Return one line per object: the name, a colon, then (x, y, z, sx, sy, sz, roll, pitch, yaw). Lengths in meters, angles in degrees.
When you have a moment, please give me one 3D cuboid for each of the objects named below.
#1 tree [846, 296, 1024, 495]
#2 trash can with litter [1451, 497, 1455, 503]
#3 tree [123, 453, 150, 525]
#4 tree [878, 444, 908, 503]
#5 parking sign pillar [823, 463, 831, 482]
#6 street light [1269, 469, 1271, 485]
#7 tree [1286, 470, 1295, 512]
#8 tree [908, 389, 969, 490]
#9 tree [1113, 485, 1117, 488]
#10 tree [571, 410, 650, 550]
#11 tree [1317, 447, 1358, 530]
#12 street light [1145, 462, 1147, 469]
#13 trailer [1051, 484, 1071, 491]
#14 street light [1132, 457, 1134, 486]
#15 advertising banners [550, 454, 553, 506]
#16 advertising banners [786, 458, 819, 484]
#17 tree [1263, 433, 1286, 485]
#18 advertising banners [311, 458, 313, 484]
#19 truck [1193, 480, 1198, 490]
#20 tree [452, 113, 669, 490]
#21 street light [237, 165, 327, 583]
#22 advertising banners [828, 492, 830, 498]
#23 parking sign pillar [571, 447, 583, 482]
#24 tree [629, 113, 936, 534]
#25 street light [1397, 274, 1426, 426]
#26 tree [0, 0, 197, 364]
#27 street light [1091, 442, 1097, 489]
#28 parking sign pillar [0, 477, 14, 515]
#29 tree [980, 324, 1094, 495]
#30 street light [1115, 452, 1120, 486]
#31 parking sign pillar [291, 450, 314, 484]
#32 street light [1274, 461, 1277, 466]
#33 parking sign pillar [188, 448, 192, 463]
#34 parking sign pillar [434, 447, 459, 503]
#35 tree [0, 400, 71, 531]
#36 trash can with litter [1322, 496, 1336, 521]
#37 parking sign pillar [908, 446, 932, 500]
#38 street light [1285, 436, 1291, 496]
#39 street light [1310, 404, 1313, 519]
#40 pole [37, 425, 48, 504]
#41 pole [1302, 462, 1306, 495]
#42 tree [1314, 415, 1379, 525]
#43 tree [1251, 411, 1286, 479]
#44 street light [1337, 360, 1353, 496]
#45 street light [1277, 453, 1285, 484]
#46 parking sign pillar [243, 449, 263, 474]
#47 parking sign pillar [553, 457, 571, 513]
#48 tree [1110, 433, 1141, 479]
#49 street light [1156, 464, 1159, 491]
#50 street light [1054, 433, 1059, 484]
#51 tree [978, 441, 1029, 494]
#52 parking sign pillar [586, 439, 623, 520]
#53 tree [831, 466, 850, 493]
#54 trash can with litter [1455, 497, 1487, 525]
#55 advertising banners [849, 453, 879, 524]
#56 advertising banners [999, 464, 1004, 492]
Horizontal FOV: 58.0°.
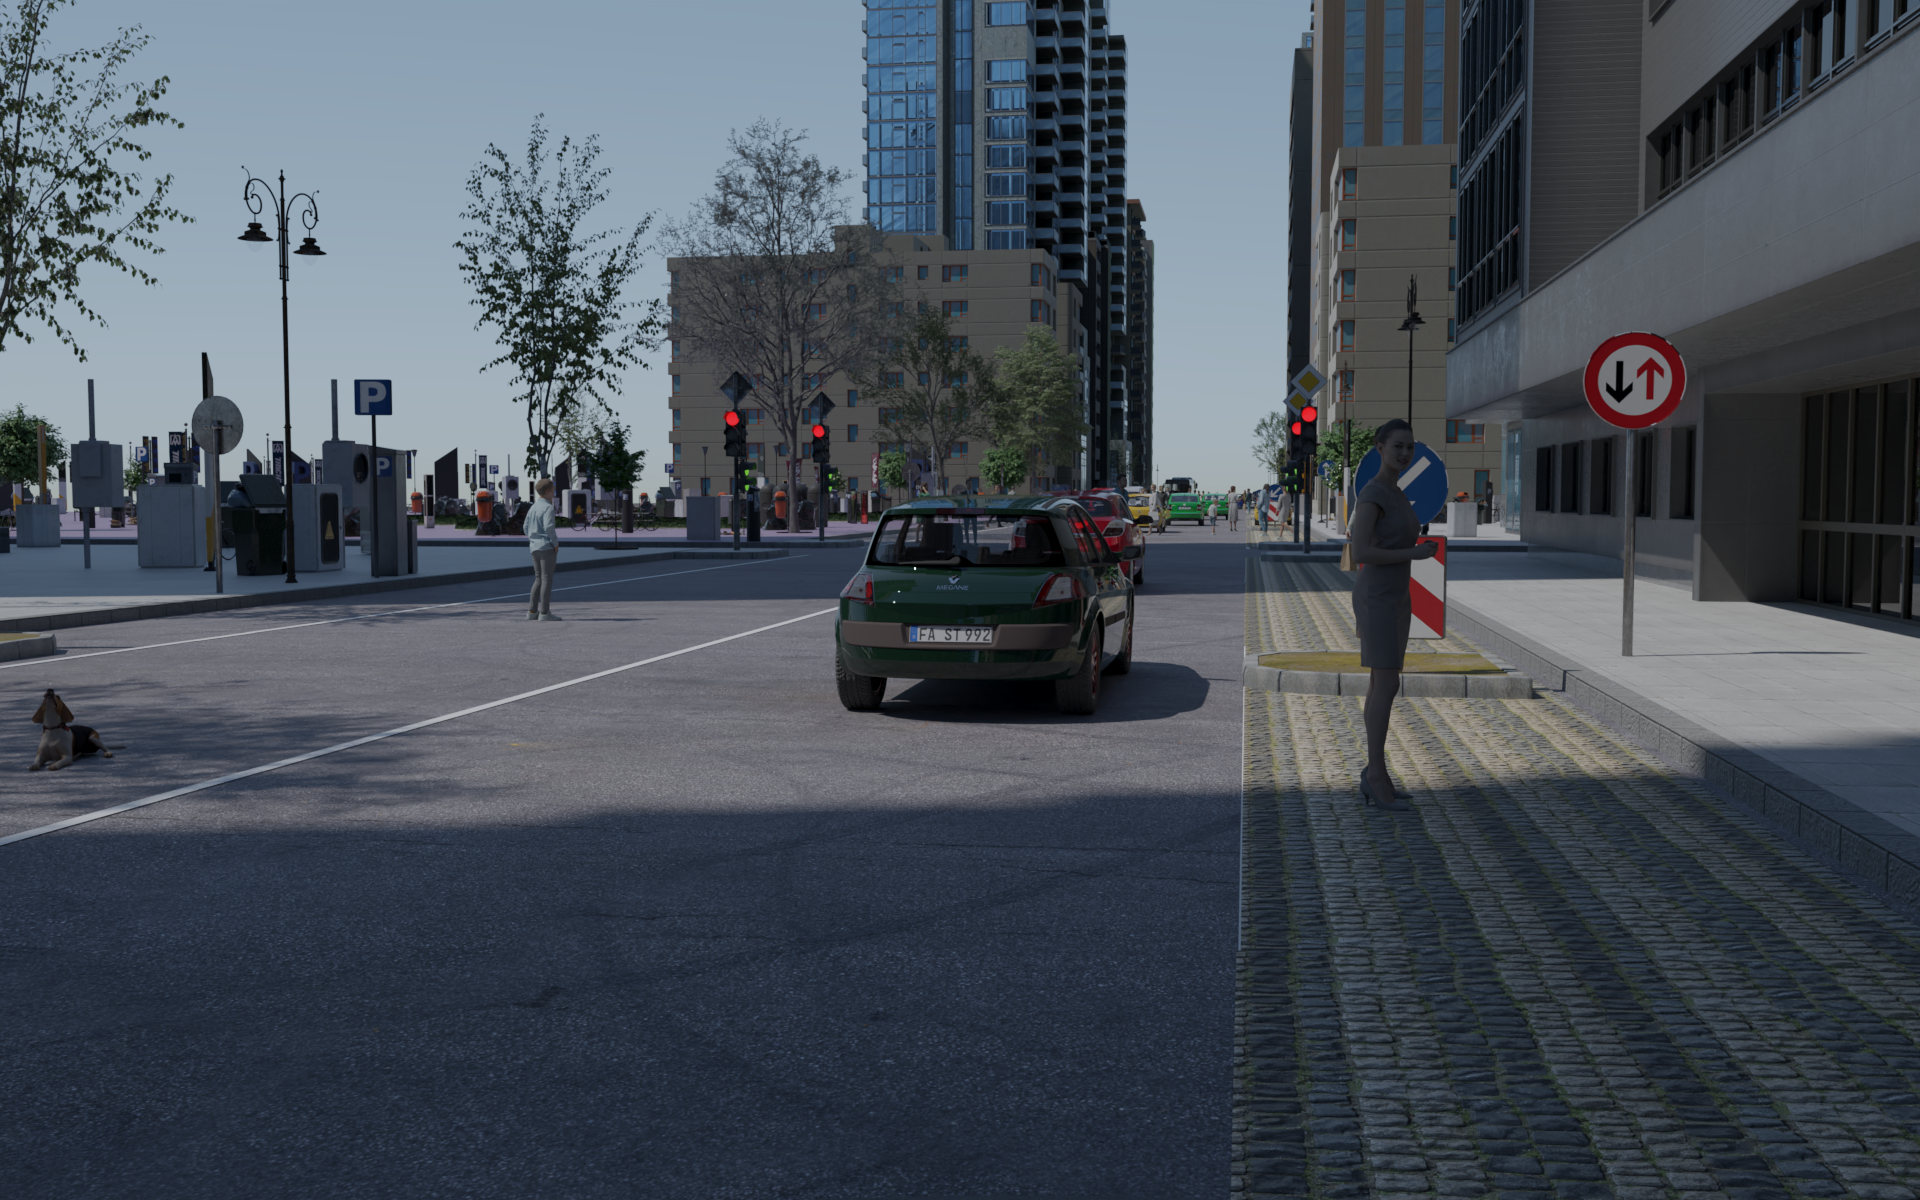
tree: (-0.848, -8.967, 81.019, 8.767, 10.594, 7.601, -2, 4, -31)
trash can with litter: (21.033, -3.732, 72.411, 1.055, 1.170, 0.624, 0, 4, 4)
tree: (-33.746, -4.698, 71.419, 1.663, 3.219, 1.824, 0, 3, 0)
tree: (-3.865, -7.833, 111.777, 4.285, 4.588, 4.351, 0, 3, 0)
parking sign pillar: (-8.625, -7.516, 111.365, 1.447, 3.967, 1.447, 1, 4, 9)
street light: (39.461, -14.975, 217.632, 0.468, 5.910, 1.993, 1, 4, 9)
tree: (27.059, -9.026, 142.173, 1.663, 3.219, 1.824, 0, 3, 0)
tree: (-1.526, -10.418, 120.701, 4.360, 8.622, 3.978, 0, 3, 0)
tree: (17.918, -12.141, 193.108, 1.663, 3.219, 1.824, 0, 3, 0)
tree: (-7.889, -2.776, 39.982, 1.663, 3.219, 1.824, 0, 3, 0)
tree: (13.920, -4.139, 62.269, 1.663, 3.219, 1.824, 0, 3, 0)
street light: (25.158, -15.997, 234.342, 0.468, 5.910, 1.993, 1, 4, 9)
trailer: (6.034, -5.916, 103.769, 1.471, 1.999, 3.904, 1, 4, 10)
street light: (20.467, -14.224, 205.352, 0.468, 5.910, 1.993, 1, 4, 9)
advertising banners: (-17.680, -4.817, 74.943, 0.090, 3.025, 2.074, -1, 4, -9)
advertising banners: (-8.044, -5.733, 89.930, 2.074, 3.025, 0.090, 1, 4, 13)
tree: (37.840, -15.398, 202.123, 4.737, 8.622, 4.395, 0, 3, 0)
advertising banners: (-31.734, -5.401, 84.496, 0.090, 3.025, 2.074, -1, 4, -10)
truck: (30.218, -14.455, 232.260, 3.469, 3.379, 9.791, 1, 4, 9)
tree: (-8.162, -5.154, 34.627, 4.737, 8.622, 4.395, 0, 3, 0)
street light: (-9.649, -3.182, 24.816, 0.468, 5.910, 1.993, 1, 4, 9)
advertising banners: (-8.608, -6.910, 109.171, 0.090, 3.025, 2.074, 2, 4, 31)
parking sign pillar: (-21.211, -6.811, 99.830, 1.447, 3.967, 1.447, 3, 5, 41)
tree: (-5.563, -8.940, 56.532, 12.009, 13.543, 11.850, 0, 3, 0)
street light: (9.508, -3.903, 36.597, 0.468, 5.910, 1.993, 1, 4, 9)
tree: (-11.052, -4.234, 19.591, 4.360, 8.622, 3.978, 0, 3, 0)
street light: (11.857, -11.087, 154.055, 0.468, 5.910, 1.993, 1, 4, 9)
parking sign pillar: (-45.962, -5.778, 82.950, 1.447, 3.967, 1.447, 0, 4, 6)
tree: (5.045, -12.077, 115.593, 7.486, 12.596, 7.792, 0, 3, 0)
street light: (16.697, -12.879, 183.351, 0.468, 5.910, 1.993, 1, 4, 9)
parking sign pillar: (-39.806, -7.104, 104.618, 1.447, 3.967, 1.447, 3, 4, 38)
street light: (35.542, -13.528, 193.973, 0.468, 5.910, 1.993, 1, 4, 9)
parking sign pillar: (-42.480, -6.503, 94.792, 1.447, 3.967, 1.447, -3, 5, -40)
parking sign pillar: (-29.189, -6.727, 98.460, 1.447, 3.967, 1.447, -1, 4, -13)
tree: (-32.880, -4.717, 60.834, 4.285, 4.588, 4.351, 0, 3, 0)
trash can with litter: (18.251, -4.431, 83.508, 1.678, 1.210, 2.233, 3, 5, 40)
parking sign pillar: (-2.214, -6.582, 96.093, 1.447, 3.967, 1.447, 1, 4, 15)
street light: (25.795, -9.932, 135.170, 0.468, 5.910, 1.993, 1, 4, 9)
street light: (18.138, -7.130, 89.364, 0.468, 5.910, 1.993, 1, 4, 9)
pole: (-27.078, -3.504, 51.136, 0.158, 3.312, 0.155, 0, 3, 0)
pole: (21.721, -7.069, 109.429, 0.158, 3.312, 0.155, 0, 3, 0)
tree: (16.168, -5.379, 71.667, 4.285, 4.588, 4.351, 0, 3, 0)
tree: (38.934, -17.340, 209.259, 9.928, 11.665, 9.643, 0, 3, 0)
street light: (13.275, -5.322, 59.795, 0.468, 5.910, 1.993, 1, 4, 9)
street light: (30.584, -11.704, 164.143, 0.468, 5.910, 1.993, 1, 4, 9)
parking sign pillar: (-41.844, -6.975, 102.506, 1.447, 3.967, 1.447, 2, 4, 33)
parking sign pillar: (-27.424, -8.013, 119.483, 1.447, 3.967, 1.447, -3, 5, -45)
tree: (18.425, -15.152, 198.092, 4.360, 8.622, 3.978, 0, 3, 0)
street light: (30.012, -17.769, 263.305, 0.468, 5.910, 1.993, 1, 4, 9)
street light: (6.818, -9.249, 124.009, 0.468, 5.910, 1.993, 1, 4, 9)
tree: (2.673, -7.422, 105.058, 4.285, 4.588, 4.351, 0, 3, 0)
parking sign pillar: (-16.247, -5.627, 80.465, 1.447, 3.967, 1.447, 2, 4, 30)
tree: (-8.342, -7.568, 118.345, 1.663, 3.219, 1.824, 0, 3, 0)
trash can with litter: (21.114, -3.664, 71.299, 1.055, 1.170, 0.624, -1, 4, -17)
advertising banners: (-4.098, -4.760, 74.012, 0.090, 3.025, 2.074, -3, 5, -41)
advertising banners: (2.241, -6.454, 101.706, 0.090, 3.025, 2.074, 1, 4, 20)
